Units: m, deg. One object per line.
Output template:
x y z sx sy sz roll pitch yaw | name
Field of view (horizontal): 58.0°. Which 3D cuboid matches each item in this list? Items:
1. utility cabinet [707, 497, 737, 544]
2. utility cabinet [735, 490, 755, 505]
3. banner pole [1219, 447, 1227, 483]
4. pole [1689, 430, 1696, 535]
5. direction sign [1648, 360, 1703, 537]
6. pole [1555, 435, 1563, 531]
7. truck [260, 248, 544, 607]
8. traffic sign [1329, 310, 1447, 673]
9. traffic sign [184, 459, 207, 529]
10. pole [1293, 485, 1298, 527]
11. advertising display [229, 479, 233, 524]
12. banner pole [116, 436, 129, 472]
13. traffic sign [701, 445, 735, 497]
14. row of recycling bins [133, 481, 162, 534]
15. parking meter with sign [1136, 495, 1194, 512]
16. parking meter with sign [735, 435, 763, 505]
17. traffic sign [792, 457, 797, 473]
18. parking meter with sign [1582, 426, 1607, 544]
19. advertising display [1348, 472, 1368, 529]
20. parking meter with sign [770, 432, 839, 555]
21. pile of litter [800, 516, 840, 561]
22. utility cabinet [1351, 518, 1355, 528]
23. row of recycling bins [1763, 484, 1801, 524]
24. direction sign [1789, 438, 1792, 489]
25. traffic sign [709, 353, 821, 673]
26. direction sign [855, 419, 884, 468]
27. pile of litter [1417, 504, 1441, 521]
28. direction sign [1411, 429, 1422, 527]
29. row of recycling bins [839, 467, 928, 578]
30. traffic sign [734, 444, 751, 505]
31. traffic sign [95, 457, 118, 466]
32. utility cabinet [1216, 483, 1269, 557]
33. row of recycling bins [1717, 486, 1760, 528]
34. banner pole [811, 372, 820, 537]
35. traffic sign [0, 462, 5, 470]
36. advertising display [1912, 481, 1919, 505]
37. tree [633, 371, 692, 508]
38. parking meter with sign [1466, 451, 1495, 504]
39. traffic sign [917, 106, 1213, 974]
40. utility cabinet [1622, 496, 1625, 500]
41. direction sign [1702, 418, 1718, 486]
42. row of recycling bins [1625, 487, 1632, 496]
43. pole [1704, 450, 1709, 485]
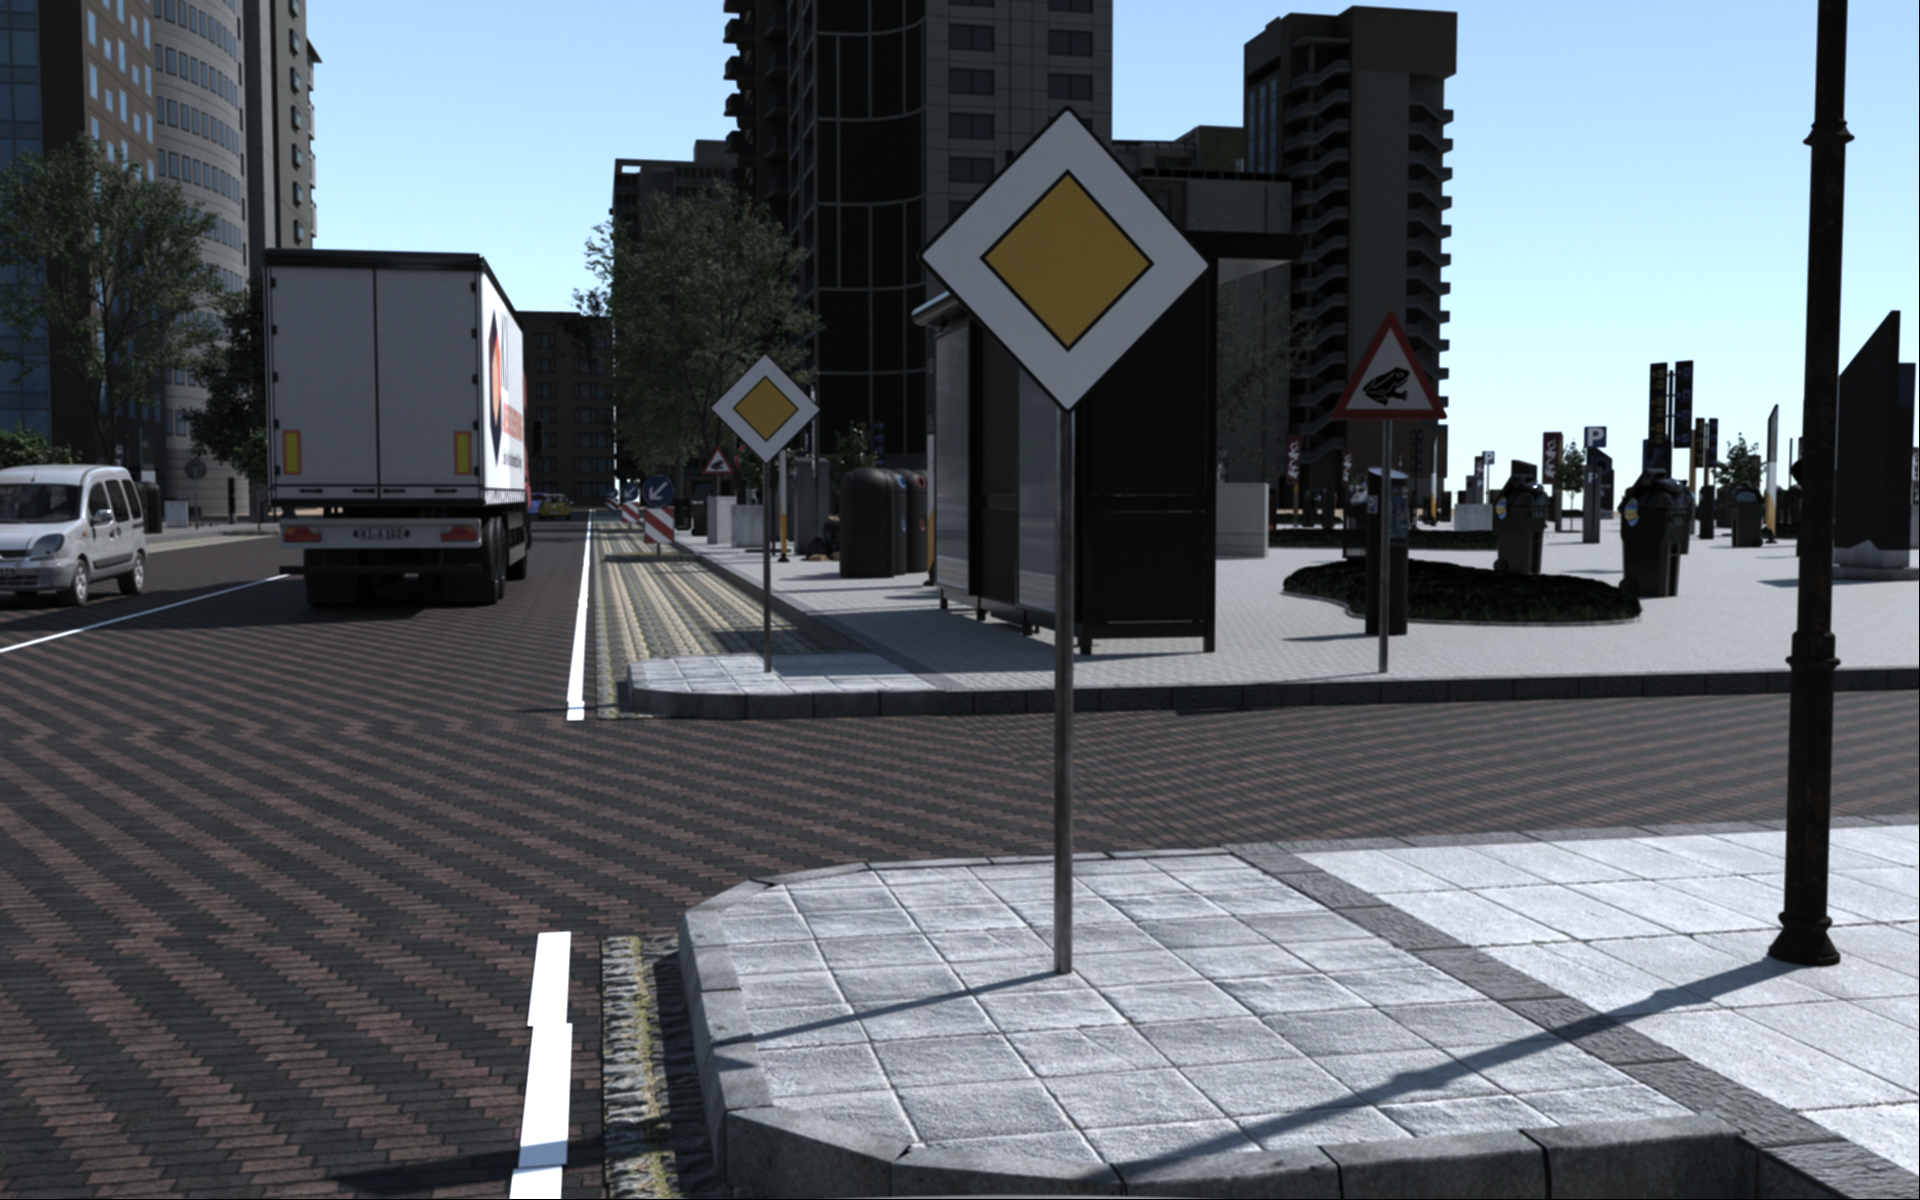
-6.124 -2.041 44.539 0.306 1.237 1.020 2 4 23 | utility cabinet
-10.502 -4.676 85.128 1.173 1.500 0.318 2 4 32 | utility cabinet
12.162 -5.569 81.075 0.863 3.779 0.401 3 4 39 | banner pole
23.195 -3.731 54.843 0.158 3.312 0.155 0 3 0 | pole
12.174 -2.308 29.739 0.379 3.537 0.876 -2 4 -27 | direction sign
20.534 -4.007 59.352 0.158 3.312 0.155 0 3 0 | pole
-7.785 -2.235 25.458 2.839 4.237 11.283 -1 4 -11 | truck
3.041 -0.756 12.372 0.884 2.594 0.081 -1 4 -10 | traffic sign
-27.772 -3.844 62.959 0.768 2.556 0.104 -1 4 -11 | traffic sign
12.991 -4.471 66.949 0.158 3.312 0.155 0 3 0 | pole
-30.919 -4.173 73.444 0.123 1.923 0.974 -1 4 -23 | advertising display
-35.966 -5.161 74.393 0.401 3.779 0.863 3 5 45 | banner pole
-6.453 -2.828 46.238 0.884 2.594 0.081 0 4 -6 | traffic sign
-26.741 -2.946 55.276 1.069 1.692 3.534 1 4 10 | row of recycling bins
3.824 -2.330 34.356 1.738 3.016 0.543 1 4 9 | parking meter with sign
-5.146 -3.078 46.583 1.738 3.016 0.543 -1 4 -11 | parking meter with sign
-4.125 -2.362 40.746 0.606 2.300 0.079 0 4 -6 | traffic sign
16.594 -3.005 45.396 0.543 3.016 1.738 1 4 18 | parking meter with sign
11.777 -2.781 50.682 0.123 1.923 0.974 -3 5 -40 | advertising display
-3.116 -2.457 36.439 1.738 3.016 0.543 -1 4 -17 | parking meter with sign
-2.297 -1.204 33.643 1.719 0.858 1.176 -1 4 -15 | pile of litter
13.013 -2.721 55.647 0.306 1.237 1.020 -3 4 -38 | utility cabinet
35.193 -4.088 73.958 3.534 1.692 1.069 2 4 28 | row of recycling bins
33.477 -4.762 69.856 0.379 3.537 0.876 1 4 22 | direction sign
-1.387 -0.535 12.396 0.795 2.450 0.064 -1 4 -12 | traffic sign
-2.708 -3.681 52.184 0.876 3.537 0.379 -1 4 -14 | direction sign
22.384 -4.212 82.829 1.719 0.858 1.176 0 4 7 | pile of litter
16.003 -4.207 60.774 0.379 3.537 0.876 -1 4 -9 | direction sign
-1.095 -1.274 27.950 1.069 1.692 3.534 1 4 16 | row of recycling bins
-5.319 -2.672 43.795 0.768 2.556 0.104 -1 4 -8 | traffic sign
-28.904 -3.583 58.692 0.768 2.556 0.104 0 4 -7 | traffic sign
5.597 -1.599 34.823 1.173 1.500 0.318 2 4 26 | utility cabinet
29.920 -3.646 66.724 1.069 1.692 3.534 1 4 16 | row of recycling bins
-2.959 -2.772 35.336 0.401 3.779 0.863 0 4 6 | banner pole
-25.171 -2.748 44.926 0.884 2.594 0.081 0 4 -5 | traffic sign
46.388 -4.788 83.490 0.974 1.923 0.123 0 4 -6 | advertising display
-16.695 -8.954 96.763 4.737 8.622 4.395 0 3 0 | tree
21.071 -4.562 70.846 0.543 3.016 1.738 -1 4 -20 | parking meter with sign
0.274 -0.058 4.585 0.795 2.450 0.064 -1 4 -12 | traffic sign
28.633 -3.878 74.559 0.306 1.237 1.020 1 4 20 | utility cabinet
22.193 -3.643 51.567 0.876 3.537 0.379 -2 4 -24 | direction sign
37.176 -5.385 95.160 1.069 1.692 3.534 2 4 27 | row of recycling bins
34.312 -5.247 79.634 0.158 3.312 0.155 0 3 0 | pole
